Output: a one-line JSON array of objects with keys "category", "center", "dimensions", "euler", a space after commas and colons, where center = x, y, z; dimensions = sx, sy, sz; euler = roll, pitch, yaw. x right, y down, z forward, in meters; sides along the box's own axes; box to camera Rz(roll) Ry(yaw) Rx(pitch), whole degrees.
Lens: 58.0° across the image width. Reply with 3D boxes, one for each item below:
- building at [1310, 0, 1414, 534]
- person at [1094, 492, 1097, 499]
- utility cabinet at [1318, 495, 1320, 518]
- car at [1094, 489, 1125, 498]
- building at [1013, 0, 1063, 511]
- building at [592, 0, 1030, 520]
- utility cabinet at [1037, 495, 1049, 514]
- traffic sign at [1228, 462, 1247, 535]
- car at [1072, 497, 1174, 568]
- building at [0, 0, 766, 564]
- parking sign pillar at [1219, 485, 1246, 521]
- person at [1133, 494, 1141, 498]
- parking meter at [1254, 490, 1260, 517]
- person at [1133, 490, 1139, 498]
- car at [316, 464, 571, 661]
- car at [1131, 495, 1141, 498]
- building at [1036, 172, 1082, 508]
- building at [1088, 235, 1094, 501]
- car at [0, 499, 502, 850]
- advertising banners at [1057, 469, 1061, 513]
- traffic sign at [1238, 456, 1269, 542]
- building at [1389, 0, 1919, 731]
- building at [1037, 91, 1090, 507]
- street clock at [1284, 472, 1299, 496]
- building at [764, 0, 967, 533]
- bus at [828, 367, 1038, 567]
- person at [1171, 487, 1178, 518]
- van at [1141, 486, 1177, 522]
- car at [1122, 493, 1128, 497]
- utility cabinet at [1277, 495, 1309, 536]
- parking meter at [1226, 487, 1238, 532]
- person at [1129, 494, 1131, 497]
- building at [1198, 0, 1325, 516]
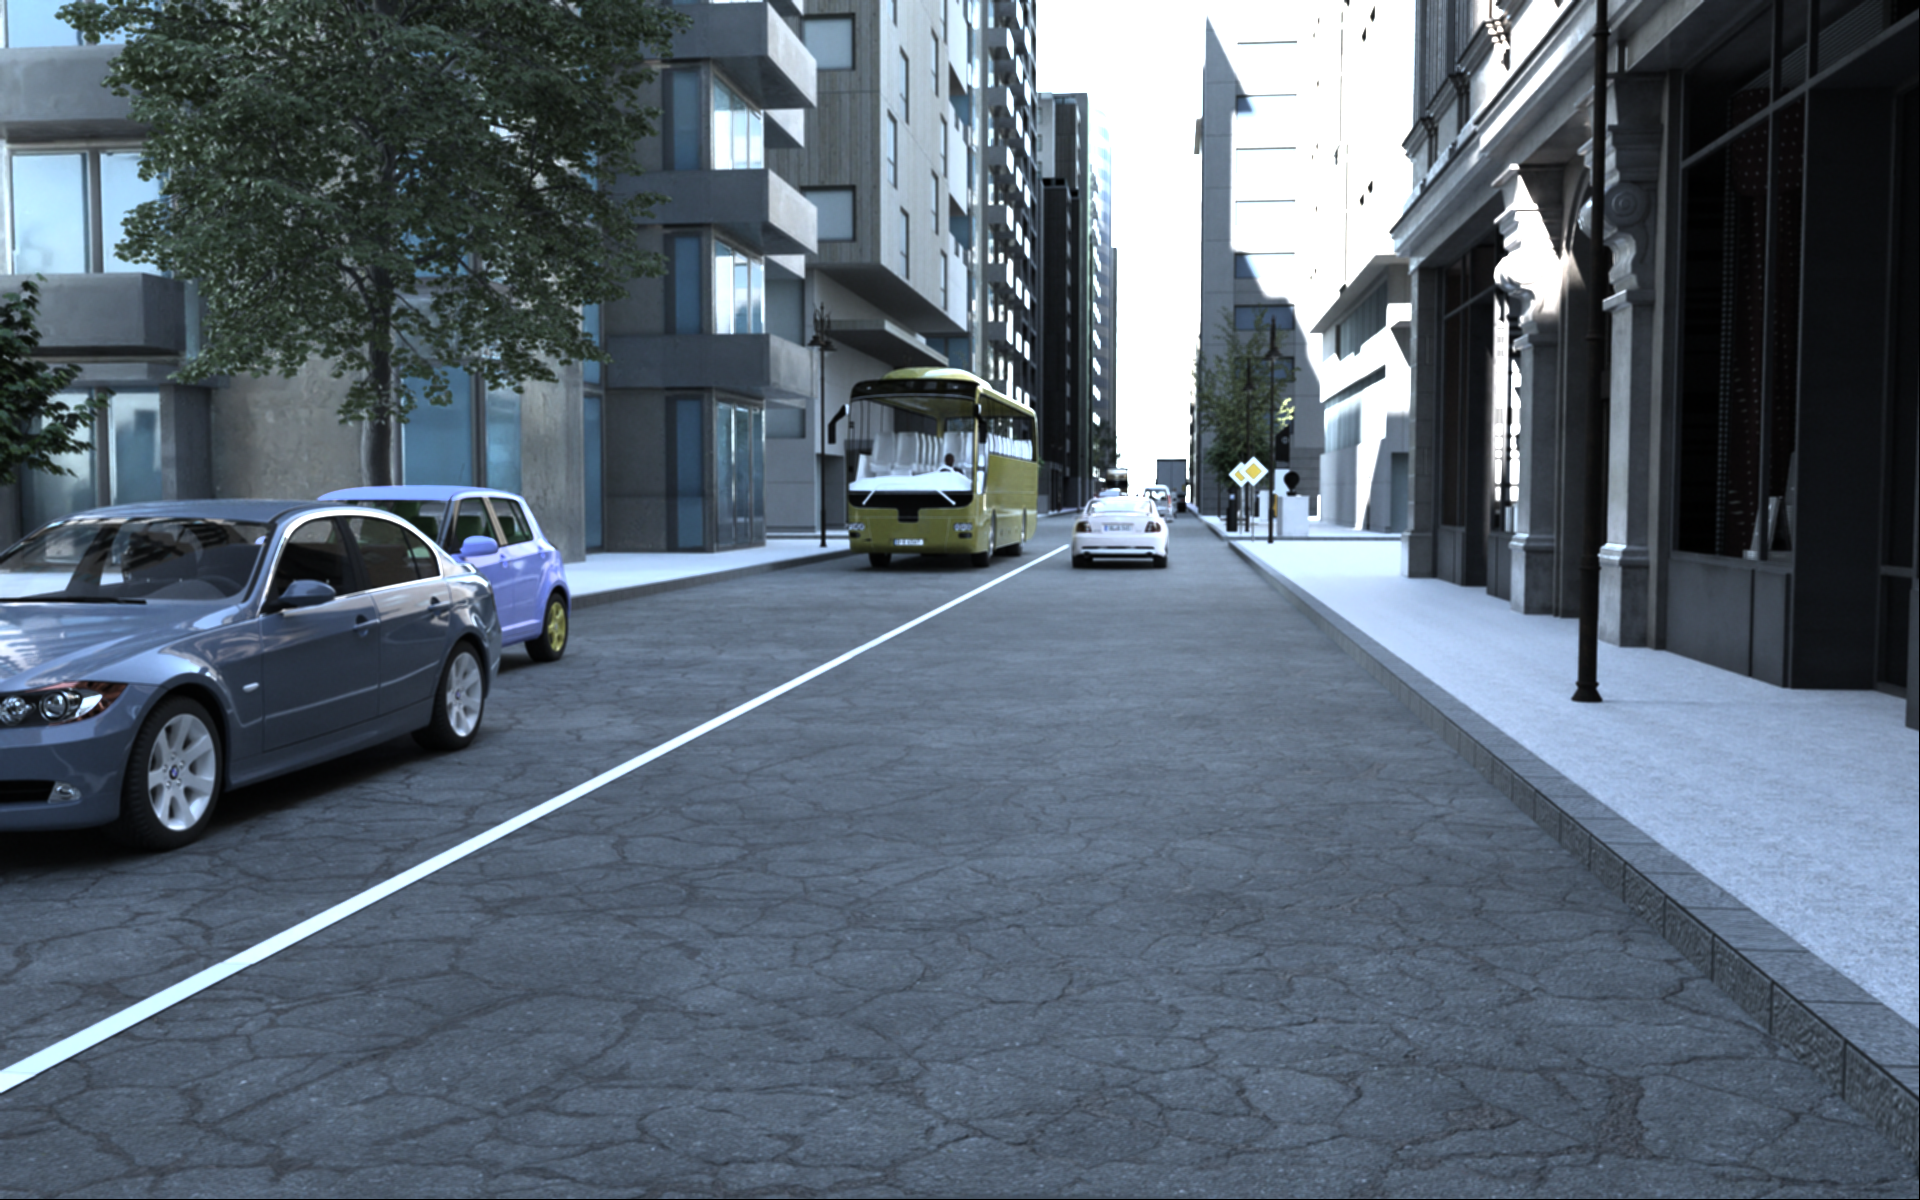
[{"category": "building", "center": [27.240, -29.033, 63.929], "dimensions": [27.495, 52.752, 28.713], "euler": [0, 4, 7]}, {"category": "person", "center": [16.442, -12.239, 209.282], "dimensions": [0.551, 1.740, 0.621], "euler": [-1, 4, -21]}, {"category": "utility cabinet", "center": [19.731, -4.997, 92.869], "dimensions": [1.020, 1.237, 0.306], "euler": [0, 4, 3]}, {"category": "car", "center": [10.966, -7.224, 126.777], "dimensions": [2.281, 1.827, 5.304], "euler": [0, 4, 7]}, {"category": "building", "center": [-2.084, -42.918, 139.958], "dimensions": [20.563, 71.187, 20.611], "euler": [0, 4, 7]}, {"category": "building", "center": [-7.214, -30.152, 112.594], "dimensions": [23.786, 49.044, 30.456], "euler": [0, 4, 7]}, {"category": "utility cabinet", "center": [5.113, -6.043, 109.965], "dimensions": [1.020, 1.237, 0.306], "euler": [2, 4, 25]}, {"category": "traffic sign", "center": [8.756, -3.078, 53.968], "dimensions": [0.795, 2.450, 0.064], "euler": [0, 4, 7]}, {"category": "car", "center": [3.279, -1.390, 35.083], "dimensions": [2.083, 1.381, 4.827], "euler": [0, 4, 7]}, {"category": "building", "center": [-19.138, -25.582, 37.880], "dimensions": [30.456, 49.044, 23.786], "euler": [0, 4, 7]}, {"category": "parking sign pillar", "center": [12.978, -5.699, 81.644], "dimensions": [1.447, 3.967, 1.447], "euler": [1, 4, 18]}, {"category": "person", "center": [22.196, -12.701, 216.175], "dimensions": [1.348, 1.822, 0.705], "euler": [1, 4, 21]}, {"category": "parking meter", "center": [16.416, -5.345, 95.795], "dimensions": [0.372, 1.533, 0.369], "euler": [0, 3, 0]}, {"category": "person", "center": [17.625, -10.109, 173.644], "dimensions": [0.599, 1.838, 0.709], "euler": [0, 4, -5]}, {"category": "car", "center": [-4.424, -0.249, 13.669], "dimensions": [1.945, 1.707, 3.694], "euler": [0, 4, 7]}, {"category": "car", "center": [28.614, -16.546, 283.114], "dimensions": [1.945, 1.354, 3.894], "euler": [1, 4, 9]}, {"category": "building", "center": [3.733, -23.636, 158.150], "dimensions": [14.160, 30.474, 14.107], "euler": [0, 4, 7]}, {"category": "building", "center": [7.056, -25.345, 186.095], "dimensions": [14.160, 30.474, 14.107], "euler": [0, 4, 7]}, {"category": "car", "center": [-3.795, 0.209, 8.578], "dimensions": [2.014, 1.417, 4.499], "euler": [0, 4, 8]}, {"category": "advertising banners", "center": [6.927, -7.630, 120.940], "dimensions": [0.090, 3.025, 2.074], "euler": [1, 4, 9]}, {"category": "traffic sign", "center": [7.794, -2.593, 46.041], "dimensions": [0.795, 2.450, 0.064], "euler": [0, 4, 7]}, {"category": "building", "center": [11.191, -10.639, 24.858], "dimensions": [10.553, 20.767, 40.483], "euler": [0, 4, 7]}, {"category": "building", "center": [5.505, -29.859, 171.781], "dimensions": [14.154, 41.232, 14.086], "euler": [0, 4, 7]}, {"category": "street clock", "center": [10.744, -3.156, 56.165], "dimensions": [0.471, 2.002, 0.358], "euler": [0, 4, 0]}, {"category": "building", "center": [-14.274, -29.327, 68.741], "dimensions": [28.713, 52.752, 27.495], "euler": [0, 4, 7]}, {"category": "bus", "center": [-0.137, -2.795, 37.242], "dimensions": [2.896, 3.916, 12.252], "euler": [0, 4, 8]}, {"category": "person", "center": [12.881, -5.865, 104.277], "dimensions": [0.514, 1.842, 0.818], "euler": [2, 4, 32]}, {"category": "van", "center": [10.157, -5.043, 89.457], "dimensions": [2.013, 2.044, 4.112], "euler": [1, 4, 8]}, {"category": "car", "center": [13.270, -8.287, 144.525], "dimensions": [2.155, 1.783, 4.494], "euler": [1, 4, 8]}, {"category": "utility cabinet", "center": [10.215, -2.570, 53.186], "dimensions": [1.020, 1.237, 0.306], "euler": [-2, 4, -26]}, {"category": "parking meter", "center": [9.266, -3.093, 58.979], "dimensions": [0.372, 1.533, 0.369], "euler": [0, 3, 0]}, {"category": "person", "center": [25.975, -15.526, 265.573], "dimensions": [0.991, 1.433, 0.599], "euler": [-2, 4, -28]}, {"category": "building", "center": [26.278, -34.885, 112.369], "dimensions": [21.231, 58.520, 28.212], "euler": [0, 4, 7]}]
